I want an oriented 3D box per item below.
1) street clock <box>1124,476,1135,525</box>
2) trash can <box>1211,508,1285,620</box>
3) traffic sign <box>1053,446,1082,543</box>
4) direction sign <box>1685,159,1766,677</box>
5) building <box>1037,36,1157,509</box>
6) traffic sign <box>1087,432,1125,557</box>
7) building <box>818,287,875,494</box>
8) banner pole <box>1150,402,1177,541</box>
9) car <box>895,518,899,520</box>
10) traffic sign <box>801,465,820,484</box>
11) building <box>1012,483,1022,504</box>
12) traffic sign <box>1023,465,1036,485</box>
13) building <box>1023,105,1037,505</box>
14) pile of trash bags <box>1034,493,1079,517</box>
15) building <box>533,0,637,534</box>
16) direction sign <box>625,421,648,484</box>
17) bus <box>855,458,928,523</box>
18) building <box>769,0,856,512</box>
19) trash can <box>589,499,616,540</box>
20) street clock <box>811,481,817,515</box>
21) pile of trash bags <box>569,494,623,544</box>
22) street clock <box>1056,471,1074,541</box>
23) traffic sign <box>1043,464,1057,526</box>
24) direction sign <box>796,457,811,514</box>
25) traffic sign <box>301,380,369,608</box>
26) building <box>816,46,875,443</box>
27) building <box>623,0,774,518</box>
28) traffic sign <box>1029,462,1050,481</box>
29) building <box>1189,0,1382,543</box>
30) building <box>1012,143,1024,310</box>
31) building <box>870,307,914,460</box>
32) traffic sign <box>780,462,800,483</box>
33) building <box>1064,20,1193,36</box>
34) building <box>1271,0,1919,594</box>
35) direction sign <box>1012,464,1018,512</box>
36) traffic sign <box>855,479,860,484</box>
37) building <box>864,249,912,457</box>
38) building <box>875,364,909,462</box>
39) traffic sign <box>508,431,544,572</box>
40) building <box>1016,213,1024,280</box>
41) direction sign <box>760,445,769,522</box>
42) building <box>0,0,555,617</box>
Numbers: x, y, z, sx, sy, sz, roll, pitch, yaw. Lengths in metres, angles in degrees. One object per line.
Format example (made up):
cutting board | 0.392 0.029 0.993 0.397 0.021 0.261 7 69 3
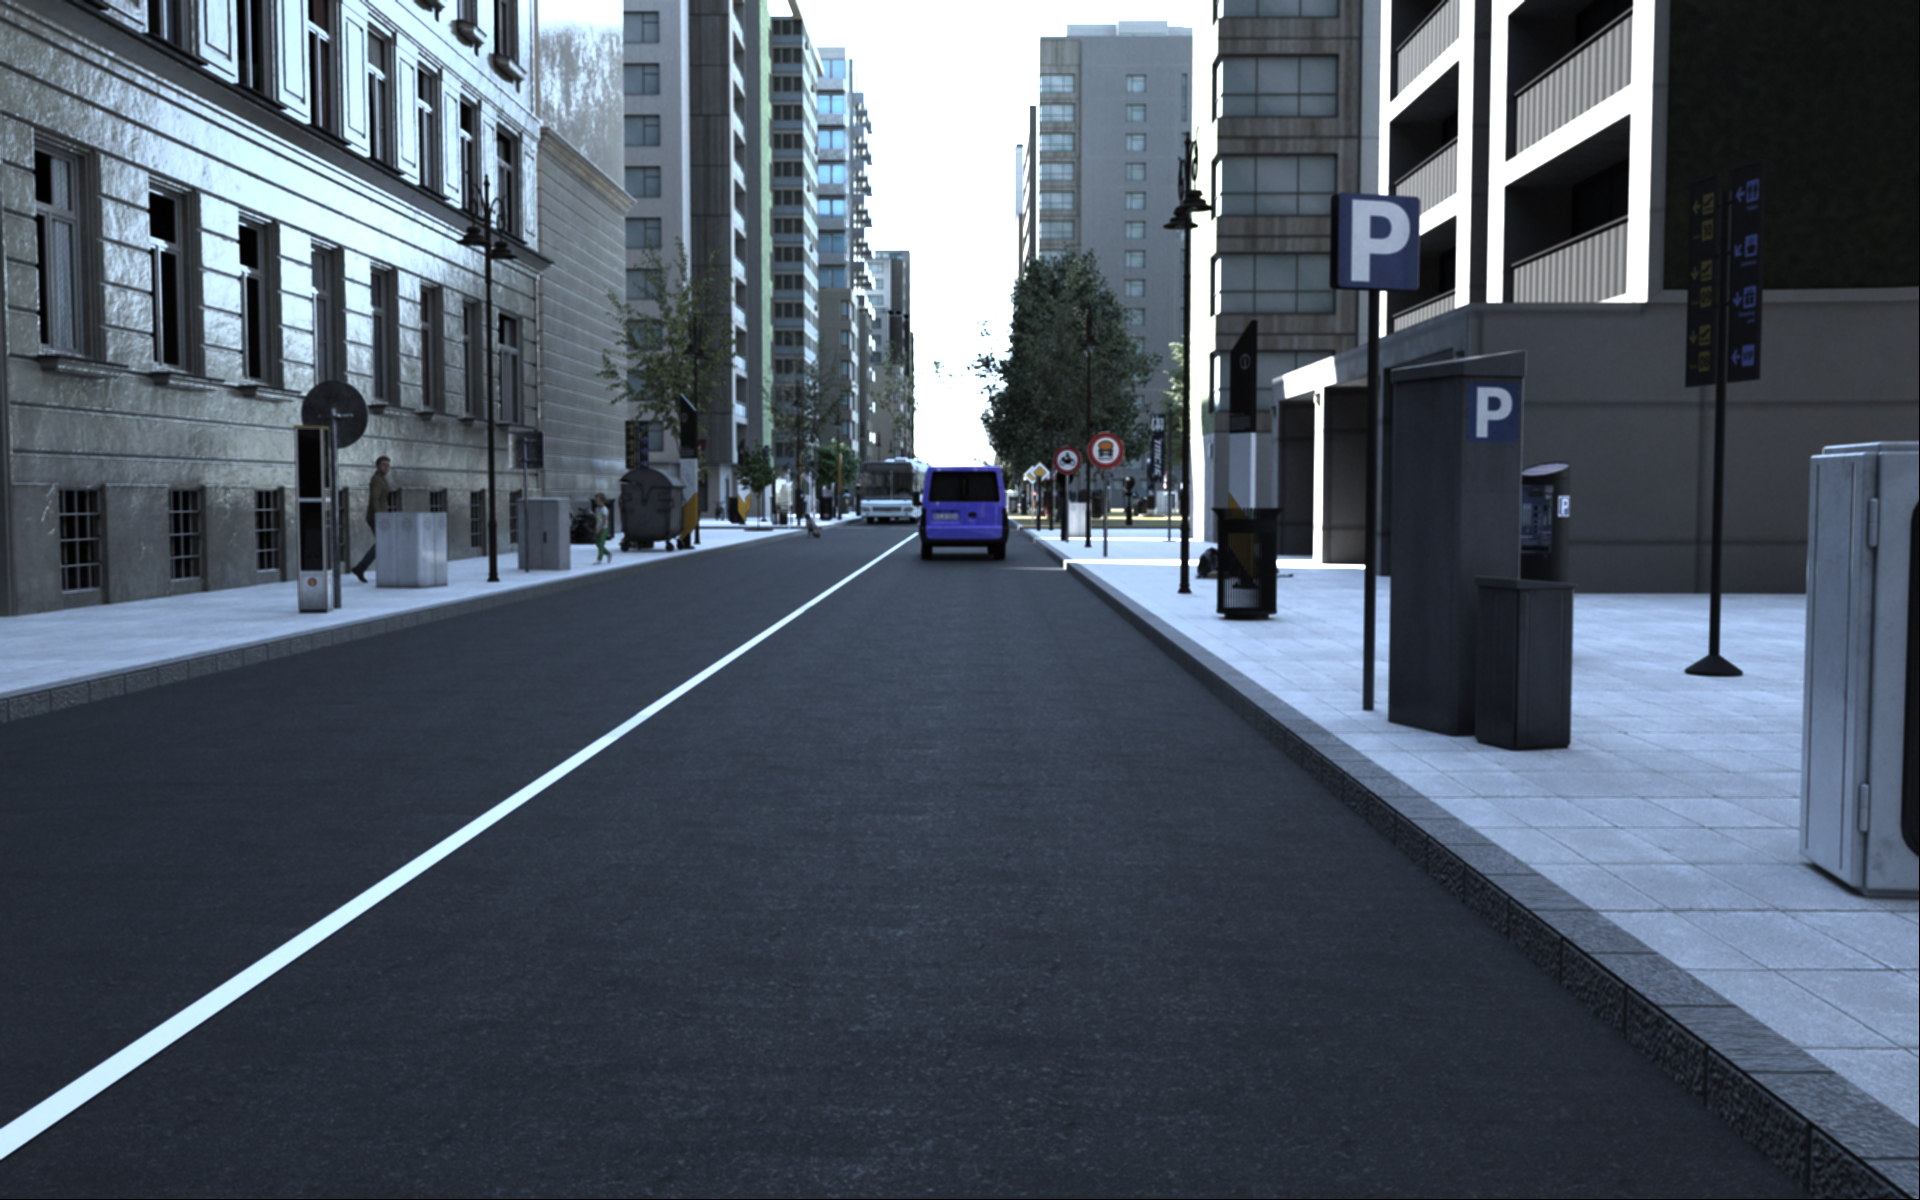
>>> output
street clock | 6.963 -4.079 71.266 0.358 2.002 0.471 -2 4 -29
trash can | 2.950 -0.376 17.795 0.748 1.137 0.748 0 3 0
traffic sign | 2.834 -2.790 45.729 0.768 2.556 0.104 0 4 7
direction sign | 5.374 -1.238 12.243 0.379 3.537 0.876 0 4 -8
building | 13.966 -29.051 158.582 14.154 41.232 14.086 0 4 1
traffic sign | 2.981 -2.162 35.448 0.768 2.556 0.104 0 4 7
building | -22.793 -19.272 160.131 27.650 21.520 28.899 0 4 1
banner pole | 5.539 -3.507 47.352 0.863 3.779 0.401 3 4 39
car | -2.840 -5.392 97.756 1.945 1.707 3.694 0 4 -1
traffic sign | -6.053 -4.143 69.924 0.795 2.593 0.064 0 4 1
building | 21.389 -24.595 247.174 27.650 21.520 28.899 0 4 1
traffic sign | 2.941 -4.137 69.822 0.795 2.593 0.064 0 4 1
building | 18.503 -35.647 206.528 21.300 48.544 21.600 0 4 1
pile of trash bags | 5.416 -5.477 99.299 3.447 1.369 1.912 -3 5 -44
building | -23.368 -15.615 52.561 25.104 27.353 12.463 0 4 1
direction sign | -10.007 -3.775 53.718 0.379 3.537 0.876 3 5 39
bus | -3.215 -5.666 87.492 2.948 3.499 13.247 0 4 2
building | -23.470 -26.781 129.746 32.217 40.220 23.993 0 4 1
trash can | -9.914 -2.228 48.084 0.748 1.137 0.748 0 3 0
street clock | -7.862 -5.422 93.225 0.358 2.002 0.471 0 4 5
pile of trash bags | -9.864 -2.152 44.942 3.447 1.369 1.912 -3 4 -37
street clock | 2.877 -2.635 47.649 0.471 2.002 0.358 0 4 -3
traffic sign | 3.769 -4.240 69.320 0.884 2.594 0.081 0 4 4
direction sign | -9.499 -6.920 105.147 0.876 3.537 0.379 -1 4 -10
traffic sign | -6.994 -1.179 19.382 0.768 2.556 0.104 0 4 3
building | -20.918 -34.819 188.897 23.786 49.044 30.456 0 4 1
building | -17.902 -25.026 92.771 14.154 41.232 14.086 0 4 1
traffic sign | 2.868 -3.648 61.837 0.795 2.593 0.064 0 4 1
building | 13.709 -22.461 50.837 14.154 41.232 14.086 0 4 1
building | 19.231 -45.716 289.459 21.231 58.520 28.212 0 4 1
building | -14.878 -30.339 267.737 14.160 30.474 14.107 0 4 1
traffic sign | -6.126 -3.654 61.939 0.795 2.593 0.064 0 4 1
building | 19.828 -34.307 180.520 23.786 49.044 30.456 0 4 1
building | 16.766 -35.862 24.593 20.563 71.187 20.611 0 4 1
direction sign | 4.040 -8.256 126.985 0.379 3.537 0.876 2 4 32
traffic sign | -6.327 -6.761 110.643 0.768 2.556 0.104 0 4 5
building | -15.158 -36.571 281.526 14.154 41.232 14.086 0 4 1
building | -21.629 -24.561 246.608 27.650 21.520 28.899 0 4 1
traffic sign | -7.105 -1.605 28.367 0.606 2.300 0.079 1 4 10
building | 15.670 -37.792 268.010 14.600 45.320 14.200 0 4 1
direction sign | -9.128 -5.415 80.535 0.379 3.537 0.876 2 4 26
building | -17.093 -11.753 25.448 16.112 22.955 30.059 0 4 1
